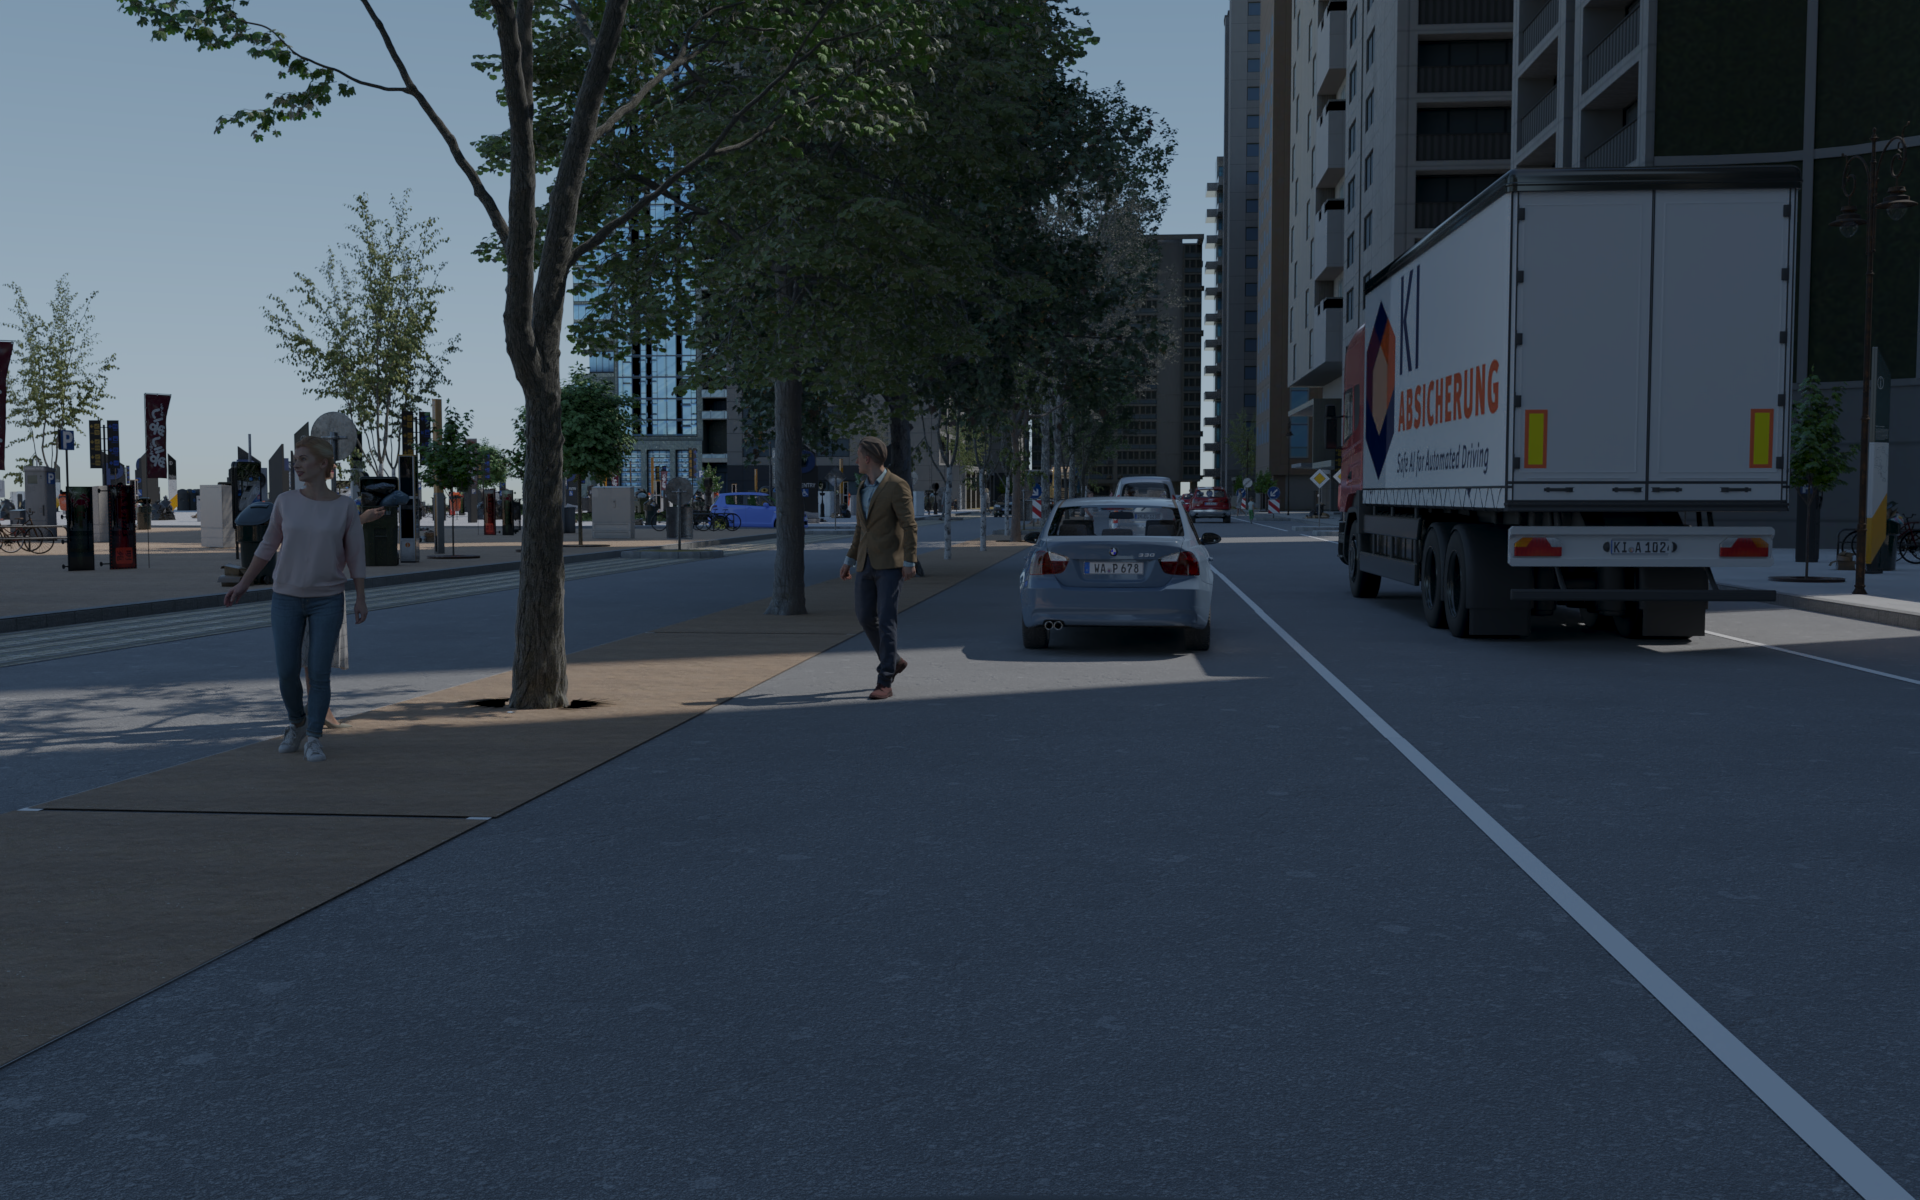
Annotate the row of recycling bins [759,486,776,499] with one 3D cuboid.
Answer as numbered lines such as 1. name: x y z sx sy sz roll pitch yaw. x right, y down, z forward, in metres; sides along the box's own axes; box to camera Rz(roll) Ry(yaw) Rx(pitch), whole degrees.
1. row of recycling bins: -8.729 -4.876 86.829 3.534 1.692 1.069 3 5 39

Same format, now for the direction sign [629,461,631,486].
1. direction sign: -22.333 -7.672 117.438 0.379 3.537 0.876 0 4 -5

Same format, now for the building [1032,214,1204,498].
1. building: 22.005 -33.717 243.153 23.993 40.220 32.217 0 4 6

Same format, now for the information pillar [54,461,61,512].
1. information pillar: -64.693 -8.122 124.143 0.504 3.616 0.183 1 4 15

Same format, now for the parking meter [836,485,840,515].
1. parking meter: -7.521 -6.273 108.281 0.399 1.863 0.255 -3 5 -42

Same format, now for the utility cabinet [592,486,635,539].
1. utility cabinet: -9.874 -2.485 49.302 1.173 1.500 0.318 1 4 12

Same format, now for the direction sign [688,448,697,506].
1. direction sign: -13.140 -5.696 85.121 0.379 3.537 0.876 1 4 16

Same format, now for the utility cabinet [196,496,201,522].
1. utility cabinet: -35.312 -4.246 80.587 0.306 1.237 1.020 -1 4 -18

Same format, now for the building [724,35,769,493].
1. building: -8.666 -43.821 154.721 20.563 71.187 20.611 0 4 6

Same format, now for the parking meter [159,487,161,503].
1. parking meter: -64.492 -8.170 139.288 0.255 1.863 0.399 0 4 -7

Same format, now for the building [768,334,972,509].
1. building: -7.017 -45.075 175.231 20.563 71.187 20.611 0 4 6

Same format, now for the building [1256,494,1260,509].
1. building: 33.975 -28.949 156.912 14.154 41.232 14.086 0 4 6

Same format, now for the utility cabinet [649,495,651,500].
1. utility cabinet: -19.106 -5.856 106.902 1.020 1.237 0.306 -3 5 -40

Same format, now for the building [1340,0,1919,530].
1. building: 28.671 -38.992 75.772 20.611 71.187 20.563 0 4 6

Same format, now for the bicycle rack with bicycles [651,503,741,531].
1. bicycle rack with bicycles: -8.949 -2.872 60.341 2.925 0.926 2.852 1 4 17

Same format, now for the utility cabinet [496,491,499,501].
1. utility cabinet: -32.676 -6.890 121.329 1.173 1.500 0.318 1 4 22

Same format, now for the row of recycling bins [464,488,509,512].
1. row of recycling bins: -33.487 -7.069 122.698 3.534 1.692 1.069 1 4 10

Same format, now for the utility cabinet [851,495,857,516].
1. utility cabinet: -6.115 -5.679 104.012 0.306 1.237 1.020 3 5 41

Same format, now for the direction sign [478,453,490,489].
1. direction sign: -26.064 -6.282 94.706 0.876 3.537 0.379 1 4 19

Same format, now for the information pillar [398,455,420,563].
1. information pillar: -10.277 -1.701 32.296 0.304 2.012 0.304 0 4 -4

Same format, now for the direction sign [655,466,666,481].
1. direction sign: -23.841 -8.935 138.077 0.876 3.537 0.379 -1 4 -12

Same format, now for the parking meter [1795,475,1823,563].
1. parking meter: 15.959 -1.641 32.547 0.399 1.863 0.255 3 5 44

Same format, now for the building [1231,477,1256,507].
1. building: 44.194 -29.550 175.022 32.217 40.220 23.993 0 4 6

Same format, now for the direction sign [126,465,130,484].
1. direction sign: -65.800 -8.845 136.618 0.379 3.537 0.876 1 4 18

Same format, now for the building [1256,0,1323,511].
1. building: 30.589 -29.604 134.134 14.600 45.320 14.200 0 4 6

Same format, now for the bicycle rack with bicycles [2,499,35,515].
1. bicycle rack with bicycles: -66.842 -6.671 122.446 2.852 0.926 2.925 -3 4 -38

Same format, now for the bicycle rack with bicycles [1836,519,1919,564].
1. bicycle rack with bicycles: 17.884 -1.170 32.514 2.925 0.926 2.852 1 4 15

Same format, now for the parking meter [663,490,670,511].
1. parking meter: -16.661 -5.498 98.301 0.372 1.533 0.369 0 3 0

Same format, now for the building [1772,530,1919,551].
1. building: 24.594 -36.993 43.091 20.563 71.187 20.611 0 4 6

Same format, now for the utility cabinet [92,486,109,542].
1. utility cabinet: -22.831 -2.298 46.246 0.318 1.500 1.173 0 4 2

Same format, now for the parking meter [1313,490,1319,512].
1. parking meter: 25.086 -6.947 121.997 0.372 1.533 0.369 0 3 0

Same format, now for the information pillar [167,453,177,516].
1. information pillar: -45.263 -6.616 99.519 0.183 3.616 0.504 3 4 39

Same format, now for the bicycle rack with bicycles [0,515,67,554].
1. bicycle rack with bicycles: -20.595 -1.443 36.974 2.852 0.926 2.925 3 4 39

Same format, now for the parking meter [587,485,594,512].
1. parking meter: -23.147 -6.282 108.425 0.399 1.863 0.255 -2 4 -33

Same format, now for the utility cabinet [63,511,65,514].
1. utility cabinet: -55.975 -5.992 109.124 1.020 1.237 0.306 -2 4 -29

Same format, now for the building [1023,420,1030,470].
1. building: 2.152 -35.858 236.393 14.200 45.320 14.600 0 4 6

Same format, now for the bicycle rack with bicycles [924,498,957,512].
1. bicycle rack with bicycles: -1.584 -7.925 142.958 2.852 0.926 2.925 0 4 -6

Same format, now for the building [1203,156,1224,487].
1. building: 48.721 -37.727 236.445 30.456 49.044 23.786 0 4 6

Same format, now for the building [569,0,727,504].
1. building: -41.418 -56.939 243.626 31.000 86.520 22.319 0 4 6

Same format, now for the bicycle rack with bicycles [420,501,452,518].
1. bicycle rack with bicycles: -29.354 -4.939 94.127 2.925 0.926 2.852 3 4 38

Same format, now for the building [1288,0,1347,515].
1. building: 34.711 -31.518 104.559 28.713 52.752 27.495 0 4 6

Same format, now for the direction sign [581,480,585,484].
1. direction sign: -29.154 -8.615 132.849 0.876 3.537 0.379 -3 5 -40

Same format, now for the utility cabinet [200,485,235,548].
1. utility cabinet: -17.661 -1.990 41.216 1.173 1.500 0.318 3 5 43

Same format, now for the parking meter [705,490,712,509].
1. parking meter: -13.911 -5.347 95.840 0.372 1.533 0.369 0 3 0

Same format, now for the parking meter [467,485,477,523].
1. parking meter: -21.727 -4.372 77.185 0.255 1.863 0.399 3 5 40

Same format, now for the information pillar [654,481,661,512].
1. information pillar: -16.521 -5.510 94.579 0.304 2.012 0.304 -2 4 -35

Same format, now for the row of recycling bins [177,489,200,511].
1. row of recycling bins: -59.588 -7.810 134.812 1.069 1.692 3.534 1 4 17

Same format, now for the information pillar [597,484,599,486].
1. information pillar: -26.290 -8.270 126.576 0.504 3.616 0.183 1 4 23

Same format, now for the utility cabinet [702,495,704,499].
1. utility cabinet: -19.369 -7.270 130.028 0.306 1.237 1.020 2 4 25

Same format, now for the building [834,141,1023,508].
1. building: -3.102 -47.149 209.142 20.611 71.187 20.563 0 4 6

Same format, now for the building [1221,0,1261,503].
1. building: 41.109 -40.317 201.188 21.231 58.520 28.212 0 4 6
